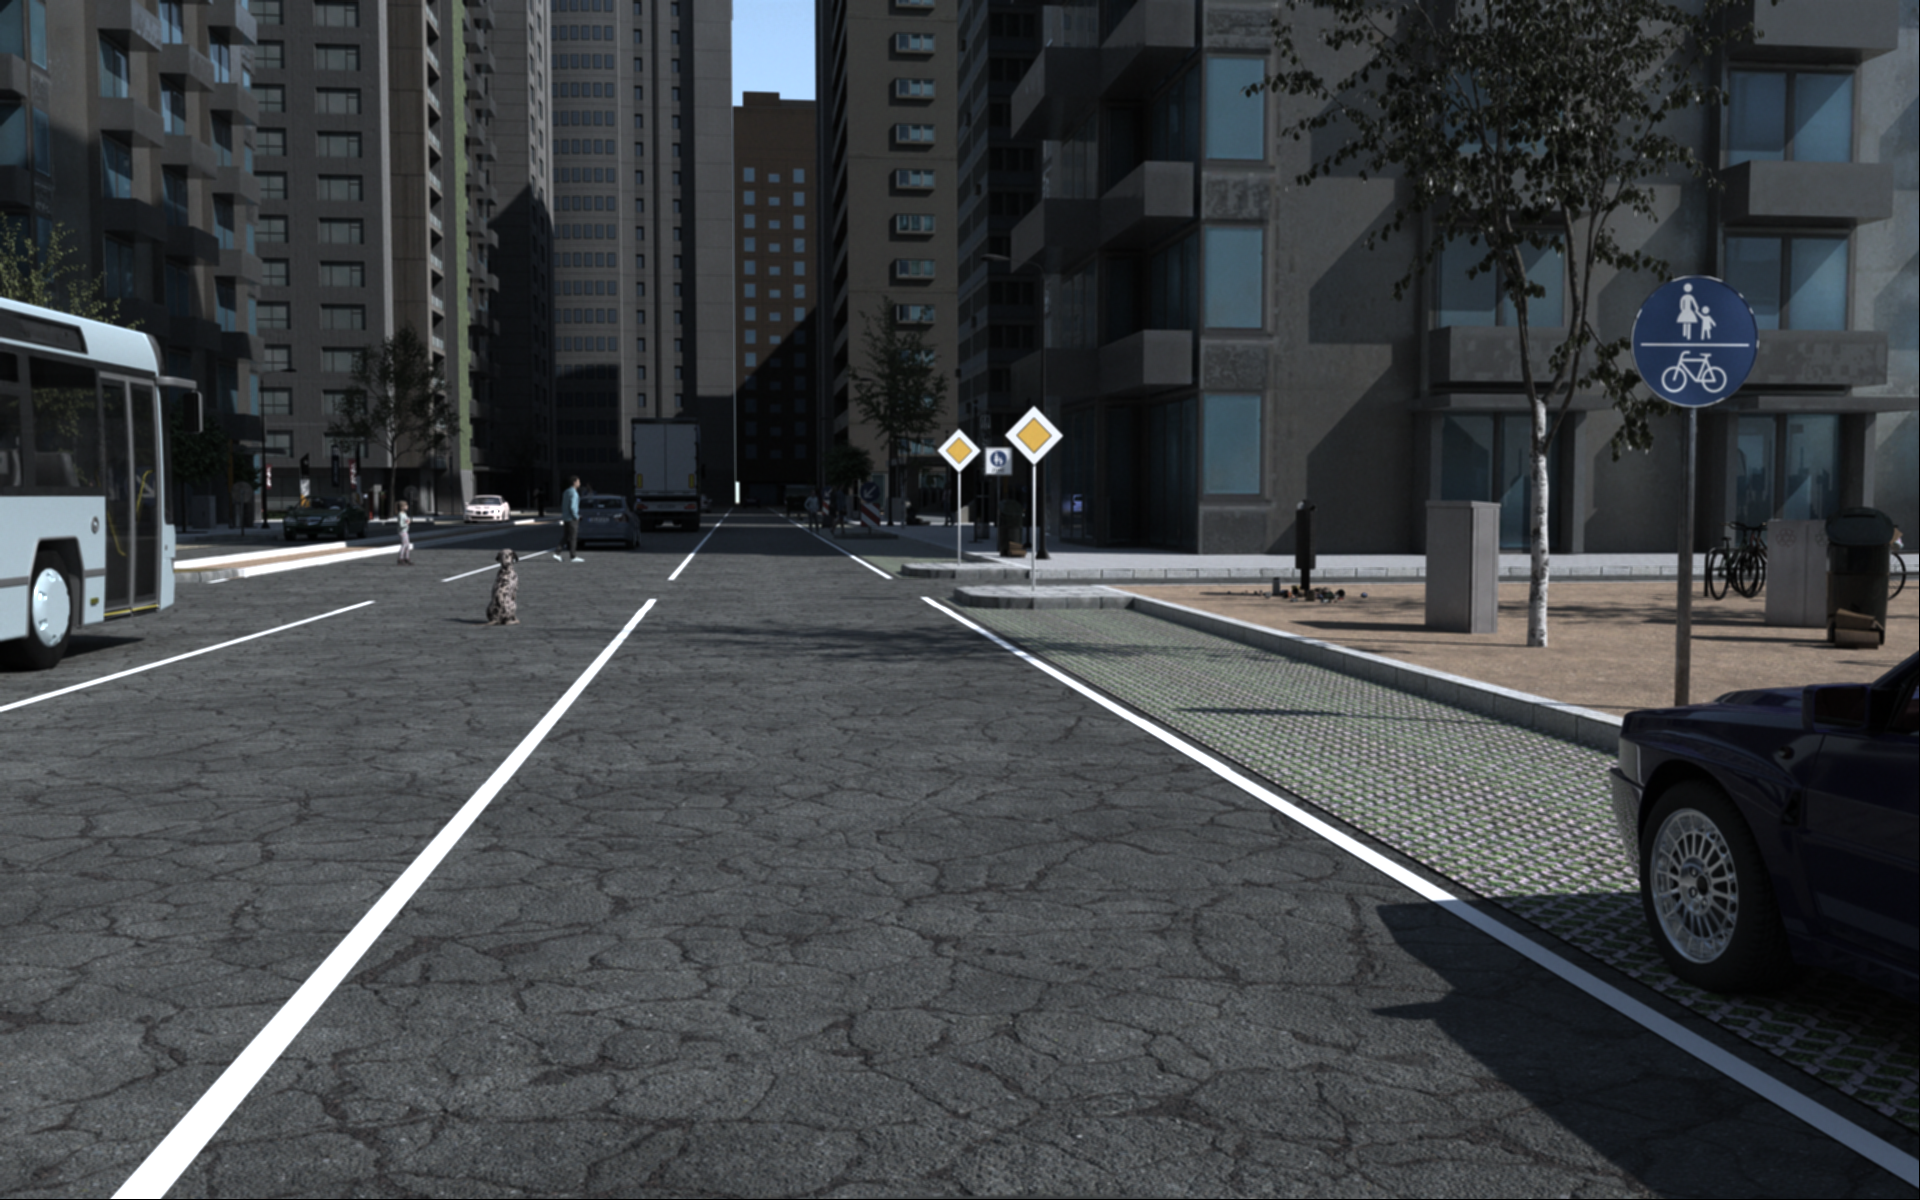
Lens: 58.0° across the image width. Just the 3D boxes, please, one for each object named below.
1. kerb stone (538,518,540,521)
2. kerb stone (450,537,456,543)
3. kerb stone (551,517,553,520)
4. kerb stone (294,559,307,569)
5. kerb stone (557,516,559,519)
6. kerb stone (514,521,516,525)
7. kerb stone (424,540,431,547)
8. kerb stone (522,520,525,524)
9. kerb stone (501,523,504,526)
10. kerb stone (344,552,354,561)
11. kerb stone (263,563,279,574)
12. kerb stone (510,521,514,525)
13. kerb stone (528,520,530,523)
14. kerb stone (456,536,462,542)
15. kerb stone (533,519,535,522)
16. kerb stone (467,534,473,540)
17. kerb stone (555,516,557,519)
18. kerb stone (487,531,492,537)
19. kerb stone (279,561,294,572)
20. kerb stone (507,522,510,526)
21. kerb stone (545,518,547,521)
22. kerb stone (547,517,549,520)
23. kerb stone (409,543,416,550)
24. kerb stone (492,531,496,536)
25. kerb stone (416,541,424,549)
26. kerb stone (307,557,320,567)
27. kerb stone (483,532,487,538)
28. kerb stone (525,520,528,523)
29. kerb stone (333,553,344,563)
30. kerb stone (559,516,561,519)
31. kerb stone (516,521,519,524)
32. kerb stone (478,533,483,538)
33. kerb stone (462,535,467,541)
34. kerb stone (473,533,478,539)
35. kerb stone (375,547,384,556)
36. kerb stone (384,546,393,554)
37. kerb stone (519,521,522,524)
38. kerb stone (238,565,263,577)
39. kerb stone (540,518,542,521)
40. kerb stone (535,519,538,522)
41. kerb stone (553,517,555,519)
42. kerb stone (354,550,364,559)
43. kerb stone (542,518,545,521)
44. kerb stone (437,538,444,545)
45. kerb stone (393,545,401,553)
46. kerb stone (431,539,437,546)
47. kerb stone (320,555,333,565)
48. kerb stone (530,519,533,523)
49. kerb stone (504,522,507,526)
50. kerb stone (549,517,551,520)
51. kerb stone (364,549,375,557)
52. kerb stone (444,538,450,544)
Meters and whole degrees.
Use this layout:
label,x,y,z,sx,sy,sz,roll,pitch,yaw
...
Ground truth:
label,x,y,z,sx,sy,sz,roll,pitch,yaw
kerb stone,-21.845,-4.080,89.047,0.120,0.150,1.000,0,4,-7
kerb stone,-14.942,-1.735,50.617,0.120,0.150,1.000,0,4,-7
kerb stone,-22.608,-4.463,95.167,0.120,0.150,1.000,0,4,-7
kerb stone,-12.800,-0.673,33.314,0.120,0.150,1.000,0,4,-7
kerb stone,-22.989,-4.650,98.220,0.120,0.150,1.000,0,4,-7
kerb stone,-20.704,-3.523,79.892,0.120,0.150,1.000,0,4,-7
kerb stone,-14.439,-1.488,46.531,0.120,0.150,1.000,0,4,-7
kerb stone,-21.079,-3.715,82.943,0.120,0.150,1.000,0,4,-7
kerb stone,-20.208,-3.280,75.817,0.120,0.150,1.000,0,4,-7
kerb stone,-13.304,-0.929,37.382,0.120,0.150,1.000,0,4,-7
kerb stone,-12.539,-0.555,31.268,0.120,0.150,1.000,0,4,-7
kerb stone,-20.577,-3.466,78.878,0.120,0.150,1.000,0,4,-7
kerb stone,-21.336,-3.839,84.971,0.120,0.150,1.000,0,4,-7
kerb stone,-15.076,-1.801,51.636,0.120,0.150,1.000,0,4,-7
kerb stone,-21.594,-3.964,87.012,0.120,0.150,1.000,0,4,-7
kerb stone,-15.323,-1.925,53.669,0.120,0.150,1.000,0,4,-7
kerb stone,-22.860,-4.584,97.206,0.120,0.150,1.000,0,4,-7
kerb stone,-15.836,-2.174,57.746,0.120,0.150,1.000,0,4,-7
kerb stone,-12.666,-0.617,32.291,0.120,0.150,1.000,0,4,-7
kerb stone,-20.457,-3.404,77.862,0.120,0.150,1.000,0,4,-7
kerb stone,-22.226,-4.277,92.117,0.120,0.150,1.000,0,4,-7
kerb stone,-22.358,-4.335,93.133,0.120,0.150,1.000,0,4,-7
kerb stone,-14.192,-1.362,44.494,0.120,0.150,1.000,0,4,-7
kerb stone,-15.961,-2.237,58.773,0.120,0.150,1.000,0,4,-7
kerb stone,-14.314,-1.426,45.516,0.120,0.150,1.000,0,4,-7
kerb stone,-12.928,-0.741,34.334,0.120,0.150,1.000,0,4,-7
kerb stone,-15.718,-2.112,56.727,0.120,0.150,1.000,0,4,-7
kerb stone,-21.212,-3.775,83.956,0.120,0.150,1.000,0,4,-7
kerb stone,-13.175,-0.867,36.367,0.120,0.150,1.000,0,4,-7
kerb stone,-23.114,-4.712,99.234,0.120,0.150,1.000,0,4,-7
kerb stone,-20.831,-3.591,80.910,0.120,0.150,1.000,0,4,-7
kerb stone,-15.575,-2.049,55.705,0.120,0.150,1.000,0,4,-7
kerb stone,-15.204,-1.863,52.651,0.120,0.150,1.000,0,4,-7
kerb stone,-15.450,-1.987,54.683,0.120,0.150,1.000,0,4,-7
kerb stone,-13.682,-1.115,40.425,0.120,0.150,1.000,0,4,-7
kerb stone,-13.804,-1.174,41.446,0.120,0.150,1.000,0,4,-7
kerb stone,-20.960,-3.653,81.924,0.120,0.150,1.000,0,4,-7
kerb stone,-12.417,-0.490,30.254,0.120,0.150,1.000,0,4,-7
kerb stone,-21.975,-4.149,90.073,0.120,0.150,1.000,0,4,-7
kerb stone,-21.721,-4.026,88.026,0.120,0.150,1.000,0,4,-7
kerb stone,-22.724,-4.526,96.188,0.120,0.150,1.000,0,4,-7
kerb stone,-13.434,-0.991,38.396,0.120,0.150,1.000,0,4,-7
kerb stone,-22.102,-4.214,91.092,0.120,0.150,1.000,0,4,-7
kerb stone,-14.690,-1.613,48.569,0.120,0.150,1.000,0,4,-7
kerb stone,-13.927,-1.240,42.464,0.120,0.150,1.000,0,4,-7
kerb stone,-14.570,-1.551,47.553,0.120,0.150,1.000,0,4,-7
kerb stone,-13.041,-0.805,35.350,0.120,0.150,1.000,0,4,-7
kerb stone,-21.472,-3.901,85.993,0.120,0.150,1.000,0,4,-7
kerb stone,-20.324,-3.339,76.836,0.120,0.150,1.000,0,4,-7
kerb stone,-22.484,-4.401,94.152,0.120,0.150,1.000,0,4,-7
kerb stone,-13.550,-1.046,39.412,0.120,0.150,1.000,0,4,-7
kerb stone,-14.829,-1.676,49.600,0.120,0.150,1.000,0,4,-7
